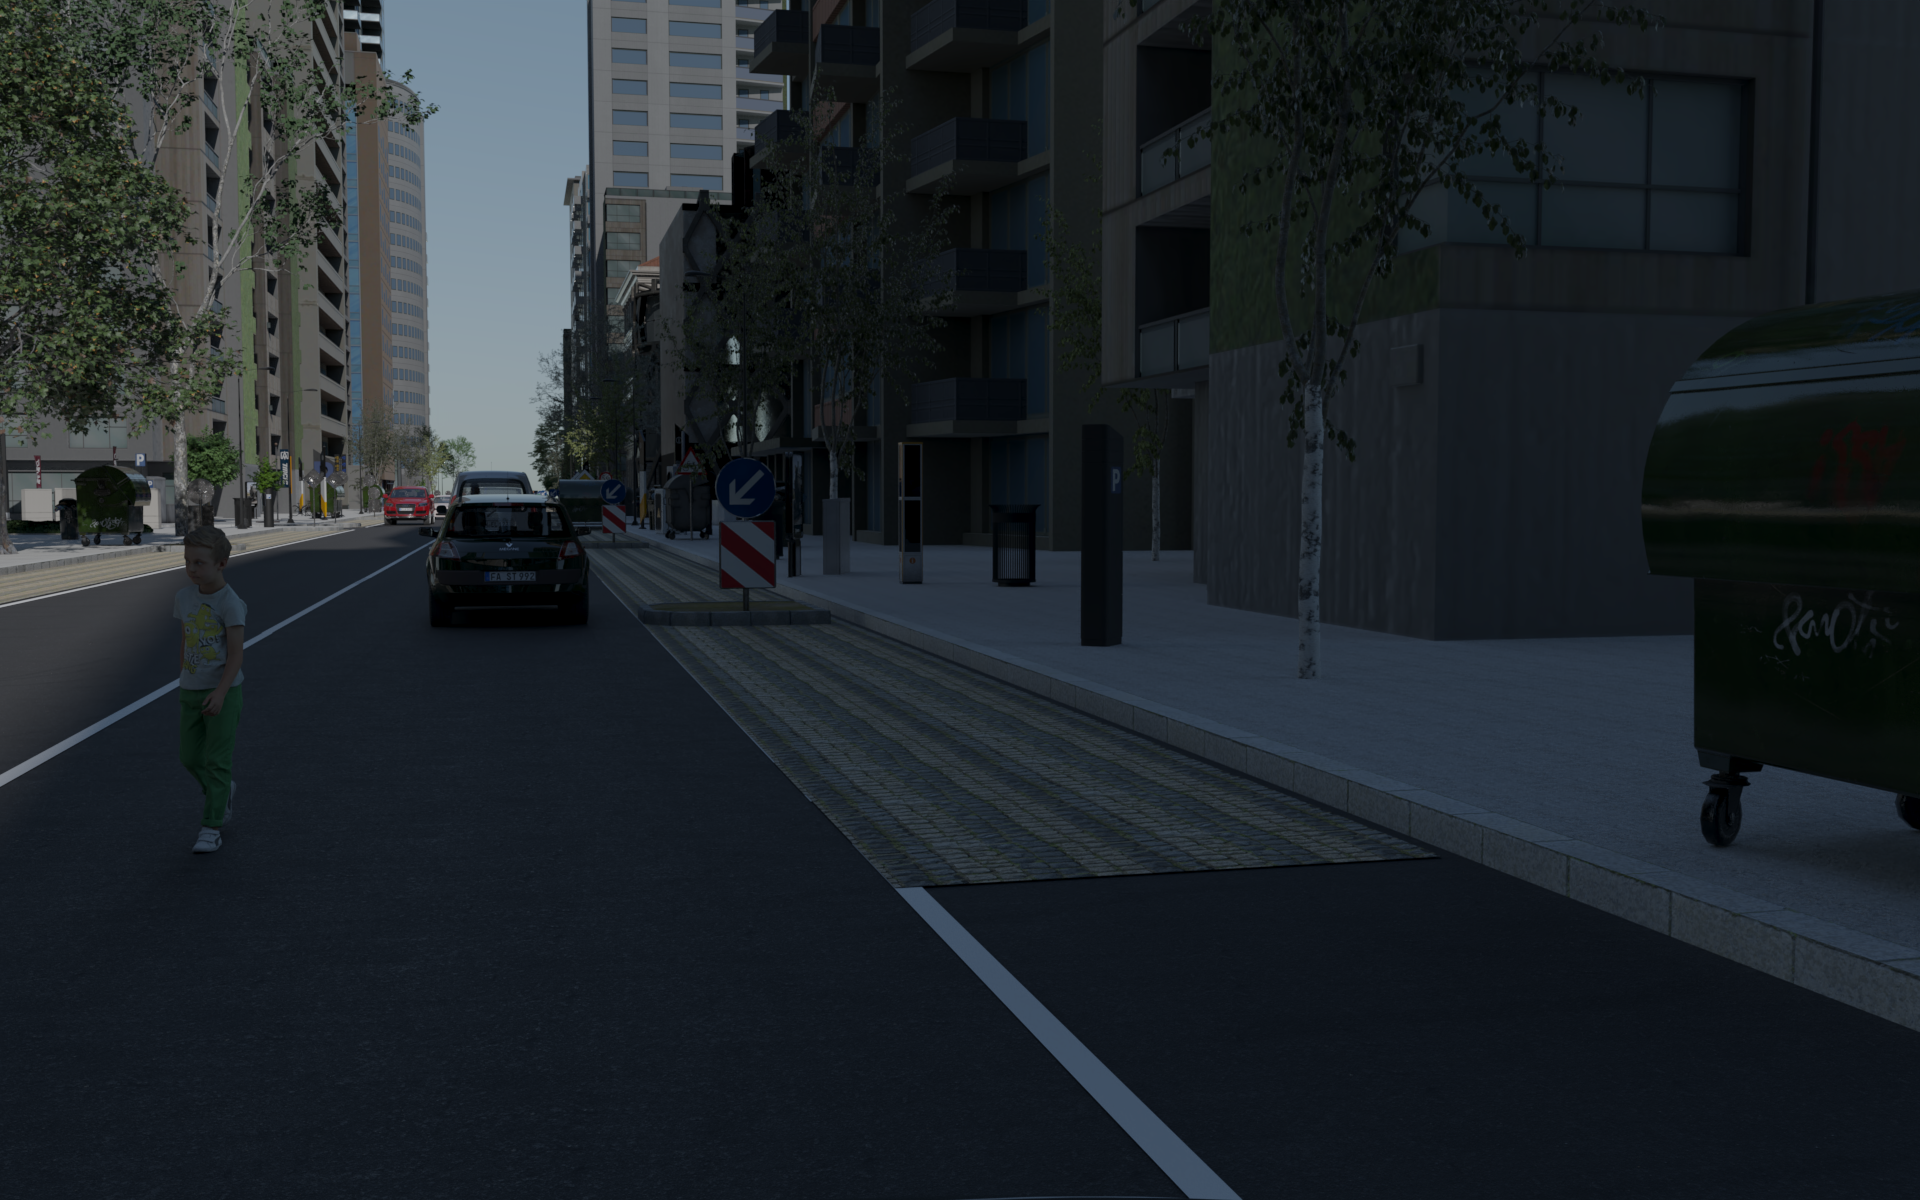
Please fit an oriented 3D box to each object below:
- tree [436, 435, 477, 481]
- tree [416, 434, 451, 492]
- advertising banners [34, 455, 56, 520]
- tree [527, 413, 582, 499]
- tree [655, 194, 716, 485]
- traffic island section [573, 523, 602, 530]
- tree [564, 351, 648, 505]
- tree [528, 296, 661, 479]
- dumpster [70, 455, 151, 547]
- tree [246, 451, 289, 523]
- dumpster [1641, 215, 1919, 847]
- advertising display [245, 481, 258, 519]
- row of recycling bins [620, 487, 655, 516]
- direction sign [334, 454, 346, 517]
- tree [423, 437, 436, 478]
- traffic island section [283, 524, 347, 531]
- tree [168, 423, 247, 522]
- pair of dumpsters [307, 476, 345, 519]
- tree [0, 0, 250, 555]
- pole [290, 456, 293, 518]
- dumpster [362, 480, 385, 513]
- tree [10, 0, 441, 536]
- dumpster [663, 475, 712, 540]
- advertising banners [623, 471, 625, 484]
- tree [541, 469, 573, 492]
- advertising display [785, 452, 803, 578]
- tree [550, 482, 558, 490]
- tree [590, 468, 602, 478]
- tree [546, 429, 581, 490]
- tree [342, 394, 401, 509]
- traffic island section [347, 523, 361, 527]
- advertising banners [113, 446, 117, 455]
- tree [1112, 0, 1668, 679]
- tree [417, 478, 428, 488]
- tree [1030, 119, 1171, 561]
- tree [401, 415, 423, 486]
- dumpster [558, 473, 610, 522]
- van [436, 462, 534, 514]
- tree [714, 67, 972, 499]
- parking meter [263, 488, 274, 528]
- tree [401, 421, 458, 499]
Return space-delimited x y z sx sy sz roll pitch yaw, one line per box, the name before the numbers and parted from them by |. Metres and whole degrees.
tree | -88.087 -23.046 302.561 9.928 11.665 9.643 0 3 0
tree | -64.437 -15.983 211.685 4.737 8.622 4.395 0 3 0
advertising banners | -41.556 -5.060 78.918 0.090 3.025 2.074 0 4 3
tree | -54.049 -19.170 231.547 7.486 12.596 7.792 0 3 0
tree | -5.230 -5.582 41.620 4.360 8.622 3.978 0 3 0
traffic island section | -17.122 -3.403 77.923 2.009 0.180 2.903 -1 4 -14
tree | -17.738 -8.426 88.129 4.737 8.622 4.395 0 3 0
tree | -21.693 -12.068 107.674 12.009 13.543 11.850 0 3 0
dumpster | -21.157 -2.488 43.171 1.502 2.255 1.985 -1 4 -14
tree | -31.169 -5.097 77.945 1.663 3.219 1.824 0 3 0
dumpster | 3.452 -0.191 5.619 1.502 2.255 1.985 -1 4 -14
advertising display | -36.370 -5.118 88.894 0.123 1.923 0.974 1 4 8
row of recycling bins | -18.930 -5.731 100.814 3.534 1.692 1.069 -3 4 -37
direction sign | -35.252 -6.521 98.614 0.876 3.537 0.379 2 4 27
tree | -50.115 -12.680 157.675 4.360 8.622 3.978 0 3 0
traffic island section | -25.224 -2.774 67.634 2.009 0.180 2.903 -1 4 -14
tree | -35.065 -5.935 80.750 4.285 4.588 4.351 0 3 0
pair of dumpsters | -33.389 -5.424 91.182 1.574 2.255 4.437 -1 4 -14
tree | -20.638 -7.323 36.732 9.611 12.733 9.660 0 3 0
pole | -36.143 -6.093 93.458 0.158 3.312 0.155 0 3 0
dumpster | -40.864 -7.220 120.542 1.502 2.255 1.985 -1 4 -14
tree | -22.527 -11.960 51.435 12.611 20.169 13.585 0 3 0
dumpster | -7.740 -2.661 49.262 1.264 1.857 1.865 -1 4 -14
advertising banners | -25.336 -8.163 129.657 0.090 3.025 2.074 0 4 3
tree | -46.069 -13.490 204.271 4.285 4.588 4.351 0 3 0
advertising display | -2.582 -1.332 26.994 0.123 1.923 0.974 0 4 4
tree | -56.438 -15.087 241.272 1.663 3.219 1.824 0 3 0
tree | -27.314 -8.251 129.511 1.663 3.219 1.824 0 3 0
tree | -42.710 -14.439 186.440 4.360 8.622 3.978 0 3 0
tree | -44.903 -11.099 131.827 4.360 8.622 3.978 0 3 0
traffic island section | -27.195 -3.247 75.373 2.009 0.180 2.903 -1 4 -14
advertising banners | -30.630 -4.054 62.471 0.090 3.025 2.074 -1 4 -13
tree | 2.669 -3.761 11.859 4.360 8.622 3.978 0 3 0
tree | -58.035 -11.786 187.309 1.663 3.219 1.824 0 3 0
tree | 3.516 -5.052 32.961 4.737 8.622 4.395 0 3 0
tree | -45.986 -11.443 137.461 4.360 8.622 3.978 0 3 0
dumpster | -14.672 -3.835 67.652 1.985 2.255 1.502 -1 4 -13
van | -8.697 -1.540 32.197 2.013 2.044 4.112 -1 4 -16
tree | -2.040 -4.932 30.997 4.360 8.622 3.978 0 3 0
parking meter | -26.580 -3.558 66.577 0.372 1.533 0.369 0 3 0
tree | -67.903 -17.598 222.142 7.601 10.594 8.767 2 4 27
